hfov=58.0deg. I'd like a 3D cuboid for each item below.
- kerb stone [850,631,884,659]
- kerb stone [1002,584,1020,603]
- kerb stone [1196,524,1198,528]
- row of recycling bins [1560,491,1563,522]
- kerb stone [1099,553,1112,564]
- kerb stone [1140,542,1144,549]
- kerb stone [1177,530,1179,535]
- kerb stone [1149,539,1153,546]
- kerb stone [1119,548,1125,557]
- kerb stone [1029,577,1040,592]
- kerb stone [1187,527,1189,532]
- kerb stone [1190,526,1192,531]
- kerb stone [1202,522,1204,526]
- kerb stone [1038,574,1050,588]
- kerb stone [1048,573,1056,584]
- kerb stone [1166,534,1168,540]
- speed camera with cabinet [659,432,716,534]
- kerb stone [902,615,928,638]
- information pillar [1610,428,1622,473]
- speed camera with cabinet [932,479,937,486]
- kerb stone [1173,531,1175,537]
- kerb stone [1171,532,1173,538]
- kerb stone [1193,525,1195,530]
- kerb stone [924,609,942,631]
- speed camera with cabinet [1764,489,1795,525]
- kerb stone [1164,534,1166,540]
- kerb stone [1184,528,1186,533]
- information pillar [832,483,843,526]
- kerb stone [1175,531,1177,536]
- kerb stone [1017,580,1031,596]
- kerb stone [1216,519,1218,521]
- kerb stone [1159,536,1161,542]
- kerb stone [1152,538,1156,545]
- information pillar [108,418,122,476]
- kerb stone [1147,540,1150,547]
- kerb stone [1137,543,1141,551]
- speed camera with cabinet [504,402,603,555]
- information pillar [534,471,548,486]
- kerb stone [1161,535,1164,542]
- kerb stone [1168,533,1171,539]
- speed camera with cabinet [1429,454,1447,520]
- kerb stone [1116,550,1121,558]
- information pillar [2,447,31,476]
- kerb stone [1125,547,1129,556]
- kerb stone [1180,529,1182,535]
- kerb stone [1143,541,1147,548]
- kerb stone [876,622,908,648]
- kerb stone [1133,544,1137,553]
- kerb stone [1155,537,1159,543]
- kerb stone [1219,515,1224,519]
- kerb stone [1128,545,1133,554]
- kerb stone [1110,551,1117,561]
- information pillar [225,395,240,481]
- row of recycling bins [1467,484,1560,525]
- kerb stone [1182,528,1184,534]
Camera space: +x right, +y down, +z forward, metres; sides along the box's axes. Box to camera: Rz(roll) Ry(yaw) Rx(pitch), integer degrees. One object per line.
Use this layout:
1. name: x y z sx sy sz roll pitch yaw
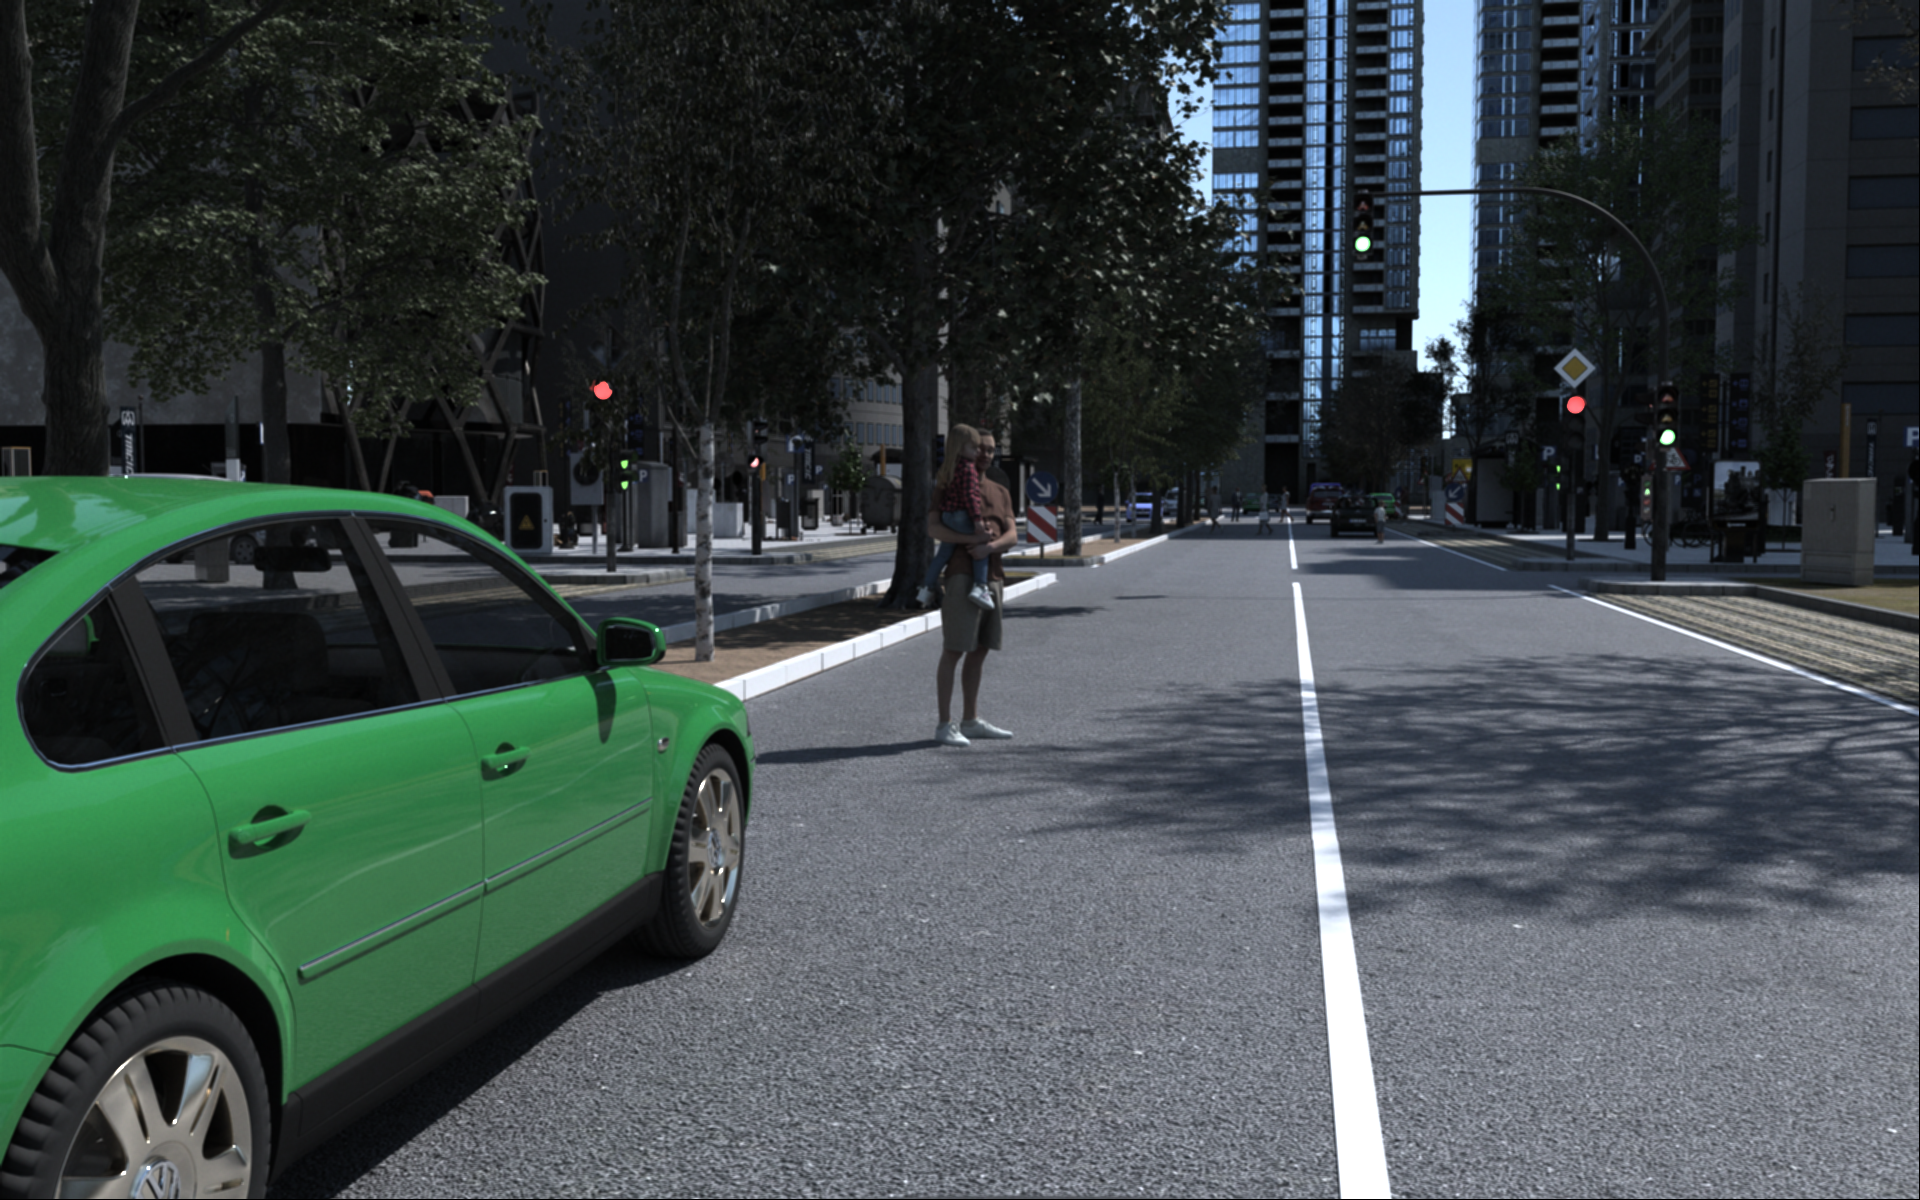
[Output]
1. kerb stone: -0.878 0.413 15.505 0.120 0.150 1.000 1 4 11
2. kerb stone: 0.645 -0.084 23.574 0.120 0.150 1.000 1 4 11
3. kerb stone: 9.471 -2.943 70.432 0.120 0.150 1.000 1 4 11
4. row of recycling bins: 27.665 -4.481 80.383 1.069 1.692 3.534 0 4 -7
5. kerb stone: 3.011 -0.854 36.163 0.120 0.150 1.000 1 4 11
6. kerb stone: 4.532 -1.348 44.238 0.120 0.150 1.000 1 4 11
7. kerb stone: 7.184 -2.210 58.328 0.120 0.150 1.000 1 4 11
8. kerb stone: 5.098 -1.533 47.252 0.120 0.150 1.000 1 4 11
9. kerb stone: 3.578 -1.040 39.193 0.120 0.150 1.000 1 4 11
10. kerb stone: 1.017 -0.205 25.585 0.120 0.150 1.000 1 4 11
11. kerb stone: 8.322 -2.580 64.374 0.120 0.150 1.000 1 4 11
12. kerb stone: 8.704 -2.704 66.399 0.120 0.150 1.000 1 4 11
13. kerb stone: 10.419 -3.258 75.488 0.120 0.150 1.000 1 4 11
14. kerb stone: 1.211 -0.269 26.588 0.120 0.150 1.000 1 4 11
15. kerb stone: 1.400 -0.327 27.594 0.120 0.150 1.000 1 4 11
16. kerb stone: 6.234 -1.900 53.293 0.120 0.150 1.000 1 4 11
17. speed camera with cabinet: -8.911 -3.757 55.760 2.038 3.252 0.660 -1 4 -10
18. kerb stone: -0.508 0.285 17.532 0.120 0.150 1.000 1 4 11
19. information pillar: 23.410 -4.312 61.857 0.183 3.616 0.504 -1 4 -22
20. speed camera with cabinet: -0.650 -6.926 107.576 2.038 3.252 0.660 2 4 24
21. kerb stone: 6.806 -2.087 56.310 0.120 0.150 1.000 1 4 11
22. kerb stone: 6.616 -2.025 55.304 0.120 0.150 1.000 1 4 11
23. kerb stone: 9.081 -2.825 68.414 0.120 0.150 1.000 1 4 11
24. kerb stone: -0.305 0.223 18.544 0.120 0.150 1.000 1 4 11
25. speed camera with cabinet: 25.121 -3.592 53.061 0.660 3.252 2.038 1 4 16
26. kerb stone: 6.054 -1.839 52.287 0.120 0.150 1.000 1 4 11
27. kerb stone: 7.944 -2.454 62.357 0.120 0.150 1.000 1 4 11
28. information pillar: -4.868 -3.929 68.724 0.304 2.012 0.304 3 4 39
29. kerb stone: 7.000 -2.147 57.323 0.120 0.150 1.000 1 4 11
30. kerb stone: 0.834 -0.146 24.579 0.120 0.150 1.000 1 4 11
31. kerb stone: 13.267 -4.185 90.617 0.120 0.150 1.000 1 4 11
32. kerb stone: 5.668 -1.717 50.273 0.120 0.150 1.000 1 4 11
33. kerb stone: 5.289 -1.593 48.256 0.120 0.150 1.000 1 4 11
34. information pillar: -24.879 -3.661 51.216 0.183 3.616 0.504 2 4 34
35. kerb stone: 4.908 -1.471 46.248 0.120 0.150 1.000 1 4 11
36. kerb stone: 4.350 -1.287 43.231 0.120 0.150 1.000 1 4 11
37. speed camera with cabinet: -8.633 -2.598 36.813 2.038 3.252 0.660 -1 4 -10
38. information pillar: -13.247 -3.075 54.761 0.304 2.012 0.304 2 4 31
39. kerb stone: 5.858 -1.779 51.283 0.120 0.150 1.000 1 4 11
40. kerb stone: 6.428 -1.963 54.297 0.120 0.150 1.000 1 4 11
41. speed camera with cabinet: 23.596 -5.575 85.491 0.660 3.252 2.038 0 4 7
42. kerb stone: 3.385 -0.977 38.179 0.120 0.150 1.000 1 4 11
43. information pillar: -14.789 -1.389 27.200 0.304 2.012 0.304 2 4 35
44. kerb stone: 3.768 -1.102 40.210 0.120 0.150 1.000 1 4 11
45. kerb stone: 7.570 -2.333 60.336 0.120 0.150 1.000 1 4 11
46. kerb stone: 4.721 -1.401 45.243 0.120 0.150 1.000 1 4 11
47. kerb stone: -0.686 0.347 16.525 0.120 0.150 1.000 1 4 11
48. kerb stone: 4.154 -1.225 42.225 0.120 0.150 1.000 1 4 11
49. kerb stone: 5.478 -1.655 49.261 0.120 0.150 1.000 1 4 11
50. kerb stone: 14.791 -4.677 98.671 0.120 0.150 1.000 1 4 11
51. kerb stone: 3.959 -1.163 41.219 0.120 0.150 1.000 1 4 11
52. kerb stone: 3.202 -0.915 37.167 0.120 0.150 1.000 1 4 11
53. information pillar: -17.234 -3.041 41.081 0.504 3.616 0.183 3 4 37
54. row of recycling bins: 23.238 -4.028 72.974 3.534 1.692 1.069 1 4 11
55. kerb stone: 7.753 -2.390 61.346 0.120 0.150 1.000 1 4 11
